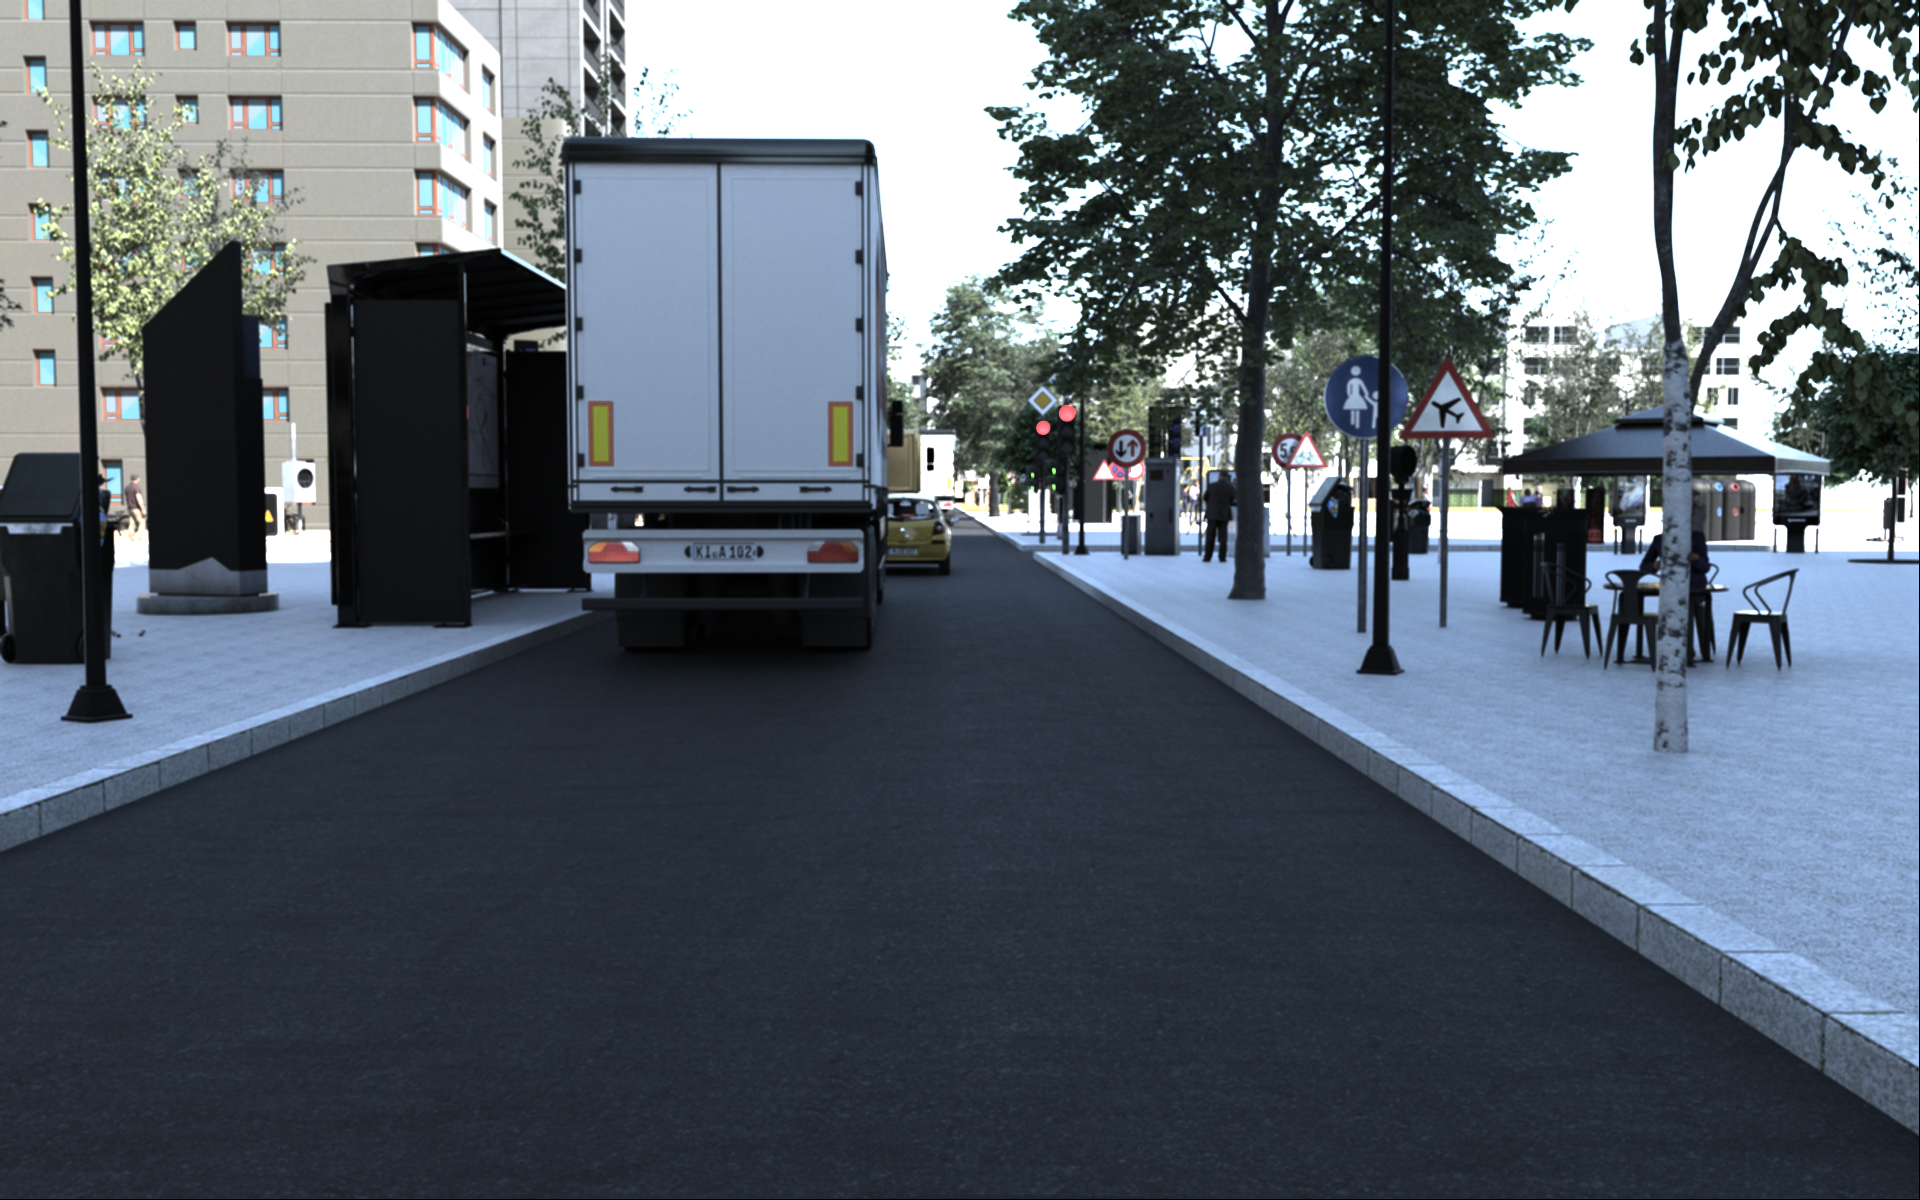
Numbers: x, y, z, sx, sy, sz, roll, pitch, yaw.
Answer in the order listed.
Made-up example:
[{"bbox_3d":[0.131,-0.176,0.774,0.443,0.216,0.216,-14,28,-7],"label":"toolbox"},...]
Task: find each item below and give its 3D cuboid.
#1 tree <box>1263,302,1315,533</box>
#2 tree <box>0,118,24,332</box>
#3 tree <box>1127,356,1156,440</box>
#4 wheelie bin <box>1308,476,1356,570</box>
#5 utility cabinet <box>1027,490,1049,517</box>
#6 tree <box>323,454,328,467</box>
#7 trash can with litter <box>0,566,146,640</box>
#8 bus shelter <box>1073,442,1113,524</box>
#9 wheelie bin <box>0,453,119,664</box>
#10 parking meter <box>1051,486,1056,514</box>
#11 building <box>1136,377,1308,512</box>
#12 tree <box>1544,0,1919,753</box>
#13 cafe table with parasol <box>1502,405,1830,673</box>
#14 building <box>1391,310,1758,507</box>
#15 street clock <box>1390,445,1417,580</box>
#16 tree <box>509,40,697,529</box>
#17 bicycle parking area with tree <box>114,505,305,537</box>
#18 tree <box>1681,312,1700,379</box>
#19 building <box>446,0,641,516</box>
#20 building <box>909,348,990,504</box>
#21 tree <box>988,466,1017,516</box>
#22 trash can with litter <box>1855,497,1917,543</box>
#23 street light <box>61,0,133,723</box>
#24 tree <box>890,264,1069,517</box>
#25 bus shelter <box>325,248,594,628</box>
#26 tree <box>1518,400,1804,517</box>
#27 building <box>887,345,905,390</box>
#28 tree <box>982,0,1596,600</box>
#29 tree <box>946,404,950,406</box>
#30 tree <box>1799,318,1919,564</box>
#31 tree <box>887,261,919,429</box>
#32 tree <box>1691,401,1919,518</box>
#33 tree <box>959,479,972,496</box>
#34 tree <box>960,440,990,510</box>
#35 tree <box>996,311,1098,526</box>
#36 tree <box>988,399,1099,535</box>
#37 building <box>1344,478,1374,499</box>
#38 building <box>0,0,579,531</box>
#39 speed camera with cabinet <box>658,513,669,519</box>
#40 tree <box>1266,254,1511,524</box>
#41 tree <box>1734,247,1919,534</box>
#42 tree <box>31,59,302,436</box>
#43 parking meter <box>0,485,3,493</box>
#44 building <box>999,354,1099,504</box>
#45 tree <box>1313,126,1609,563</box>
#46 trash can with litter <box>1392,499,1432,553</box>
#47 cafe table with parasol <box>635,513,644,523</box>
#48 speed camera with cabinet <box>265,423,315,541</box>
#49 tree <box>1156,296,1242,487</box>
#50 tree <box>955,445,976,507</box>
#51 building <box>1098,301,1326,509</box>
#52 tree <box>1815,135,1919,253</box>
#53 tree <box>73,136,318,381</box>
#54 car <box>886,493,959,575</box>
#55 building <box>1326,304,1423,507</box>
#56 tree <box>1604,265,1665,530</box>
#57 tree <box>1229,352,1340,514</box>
[{"bbox_3d":[11.666,-6.531,57.137,4.360,8.622,3.978,0,3,0],"label":"tree"},{"bbox_3d":[-15.629,-5.337,21.669,7.601,10.594,8.767,0,4,5],"label":"tree"},{"bbox_3d":[10.289,-8.208,84.569,4.360,8.622,3.978,0,3,0],"label":"tree"},{"bbox_3d":[6.387,-1.334,29.711,0.693,1.594,0.980,-1,4,-10],"label":"wheelie bin"},{"bbox_3d":[4.290,-5.278,94.974,1.173,1.500,0.318,-1,4,-14],"label":"utility cabinet"},{"bbox_3d":[-15.777,-3.110,45.450,1.663,3.219,1.824,0,3,0],"label":"tree"},{"bbox_3d":[-8.628,-0.277,15.585,2.233,1.210,1.678,2,4,27],"label":"trash can with litter"},{"bbox_3d":[5.801,-5.294,77.832,1.731,3.624,6.357,0,4,-1],"label":"bus shelter"},{"bbox_3d":[-6.929,-0.328,13.272,0.980,1.594,0.693,0,4,2],"label":"wheelie bin"},{"bbox_3d":[5.981,-6.377,109.982,0.255,1.863,0.399,-2,4,-34],"label":"parking meter"},{"bbox_3d":[20.007,-11.938,137.330,9.099,9.664,28.070,0,4,-1],"label":"building"},{"bbox_3d":[3.726,-3.540,8.236,4.737,8.622,4.395,0,3,0],"label":"tree"},{"bbox_3d":[5.366,-0.506,13.146,2.610,1.966,2.610,0,4,3],"label":"cafe table with parasol"},{"bbox_3d":[60.803,-18.871,175.005,31.486,18.905,16.747,0,4,-1],"label":"building"},{"bbox_3d":[6.583,-1.301,25.842,0.471,2.002,0.358,-3,5,-43],"label":"street clock"},{"bbox_3d":[-5.711,-4.827,29.277,4.737,8.622,4.395,0,3,0],"label":"tree"},{"bbox_3d":[-24.106,-4.041,53.065,9.016,4.147,8.231,0,4,2],"label":"bicycle parking area with tree"},{"bbox_3d":[24.259,-6.804,61.610,4.360,8.622,3.978,0,3,0],"label":"tree"},{"bbox_3d":[-29.139,-40.805,105.415,20.563,71.187,20.611,0,4,-1],"label":"building"},{"bbox_3d":[-0.862,-22.599,225.905,11.380,20.091,16.016,0,4,-1],"label":"building"},{"bbox_3d":[2.593,-6.632,103.041,1.663,3.219,1.824,0,3,0],"label":"tree"},{"bbox_3d":[24.997,-2.174,46.609,1.678,1.210,2.233,1,4,15],"label":"trash can with litter"},{"bbox_3d":[-4.382,-2.273,9.700,1.470,5.913,1.316,0,4,-1],"label":"street light"},{"bbox_3d":[1.881,-11.535,95.248,9.857,13.997,8.962,0,3,0],"label":"tree"},{"bbox_3d":[-5.295,-1.736,19.660,1.731,3.624,6.357,0,4,-1],"label":"bus shelter"},{"bbox_3d":[38.980,-8.569,103.008,11.467,7.101,20.602,0,4,-2],"label":"tree"},{"bbox_3d":[-12.806,-22.571,225.453,11.380,20.091,16.016,0,4,-1],"label":"building"},{"bbox_3d":[3.939,-6.292,21.006,7.486,12.596,7.792,0,3,0],"label":"tree"},{"bbox_3d":[2.747,-12.601,124.150,7.486,12.596,7.792,0,3,0],"label":"tree"},{"bbox_3d":[17.415,-2.979,32.428,4.285,4.588,4.351,0,3,0],"label":"tree"},{"bbox_3d":[-6.466,-8.843,61.588,9.611,12.733,9.660,0,3,0],"label":"tree"},{"bbox_3d":[51.886,-8.335,99.181,11.467,7.101,20.602,-1,4,-12],"label":"tree"},{"bbox_3d":[0.920,-12.345,196.442,1.663,3.219,1.824,0,3,0],"label":"tree"},{"bbox_3d":[2.000,-11.780,142.961,4.360,8.622,3.978,0,3,0],"label":"tree"},{"bbox_3d":[3.414,-7.277,69.339,4.360,8.622,3.978,0,3,0],"label":"tree"},{"bbox_3d":[2.682,-4.310,54.174,4.285,4.588,4.351,0,3,0],"label":"tree"},{"bbox_3d":[52.554,-21.991,226.002,31.486,18.905,16.747,0,4,-1],"label":"building"},{"bbox_3d":[-31.981,-14.015,74.192,27.650,21.520,28.899,0,4,-1],"label":"building"},{"bbox_3d":[-7.097,-3.080,44.701,2.038,3.252,0.660,2,4,34],"label":"speed camera with cabinet"},{"bbox_3d":[16.694,-9.047,73.671,9.928,11.665,9.643,0,3,0],"label":"tree"},{"bbox_3d":[27.299,-6.414,55.223,4.360,8.622,3.978,0,3,0],"label":"tree"},{"bbox_3d":[-13.809,-4.859,29.803,4.737,8.622,4.395,0,3,0],"label":"tree"},{"bbox_3d":[-26.460,-2.418,47.948,0.372,1.533,0.369,0,3,0],"label":"parking meter"},{"bbox_3d":[21.039,-22.022,226.519,31.486,18.905,16.747,0,4,-1],"label":"building"},{"bbox_3d":[8.956,-4.969,31.608,4.360,8.622,3.978,0,3,0],"label":"tree"},{"bbox_3d":[9.717,-1.593,37.439,0.624,1.170,1.055,-1,4,-20],"label":"trash can with litter"},{"bbox_3d":[-14.665,-4.517,78.719,2.610,1.966,2.610,3,4,36],"label":"cafe table with parasol"},{"bbox_3d":[-18.825,-3.270,47.808,0.660,3.252,2.038,2,4,31],"label":"speed camera with cabinet"},{"bbox_3d":[10.477,-7.043,65.509,4.360,8.622,3.978,0,3,0],"label":"tree"},{"bbox_3d":[0.711,-13.660,173.708,4.737,8.622,4.395,0,3,0],"label":"tree"},{"bbox_3d":[23.485,-18.381,166.982,16.747,18.905,31.486,0,4,-1],"label":"building"},{"bbox_3d":[15.107,-4.583,25.290,4.360,8.622,3.978,0,3,0],"label":"tree"},{"bbox_3d":[-15.224,-5.177,35.006,4.360,8.622,3.978,0,3,0],"label":"tree"},{"bbox_3d":[-1.019,-1.344,32.195,2.015,1.641,3.980,0,4,0],"label":"car"},{"bbox_3d":[39.362,-19.508,175.373,11.380,20.091,16.016,0,4,-1],"label":"building"},{"bbox_3d":[19.964,-6.471,56.169,4.360,8.622,3.978,0,3,0],"label":"tree"},{"bbox_3d":[21.576,-10.932,113.144,8.767,10.594,7.601,1,4,16],"label":"tree"}]
